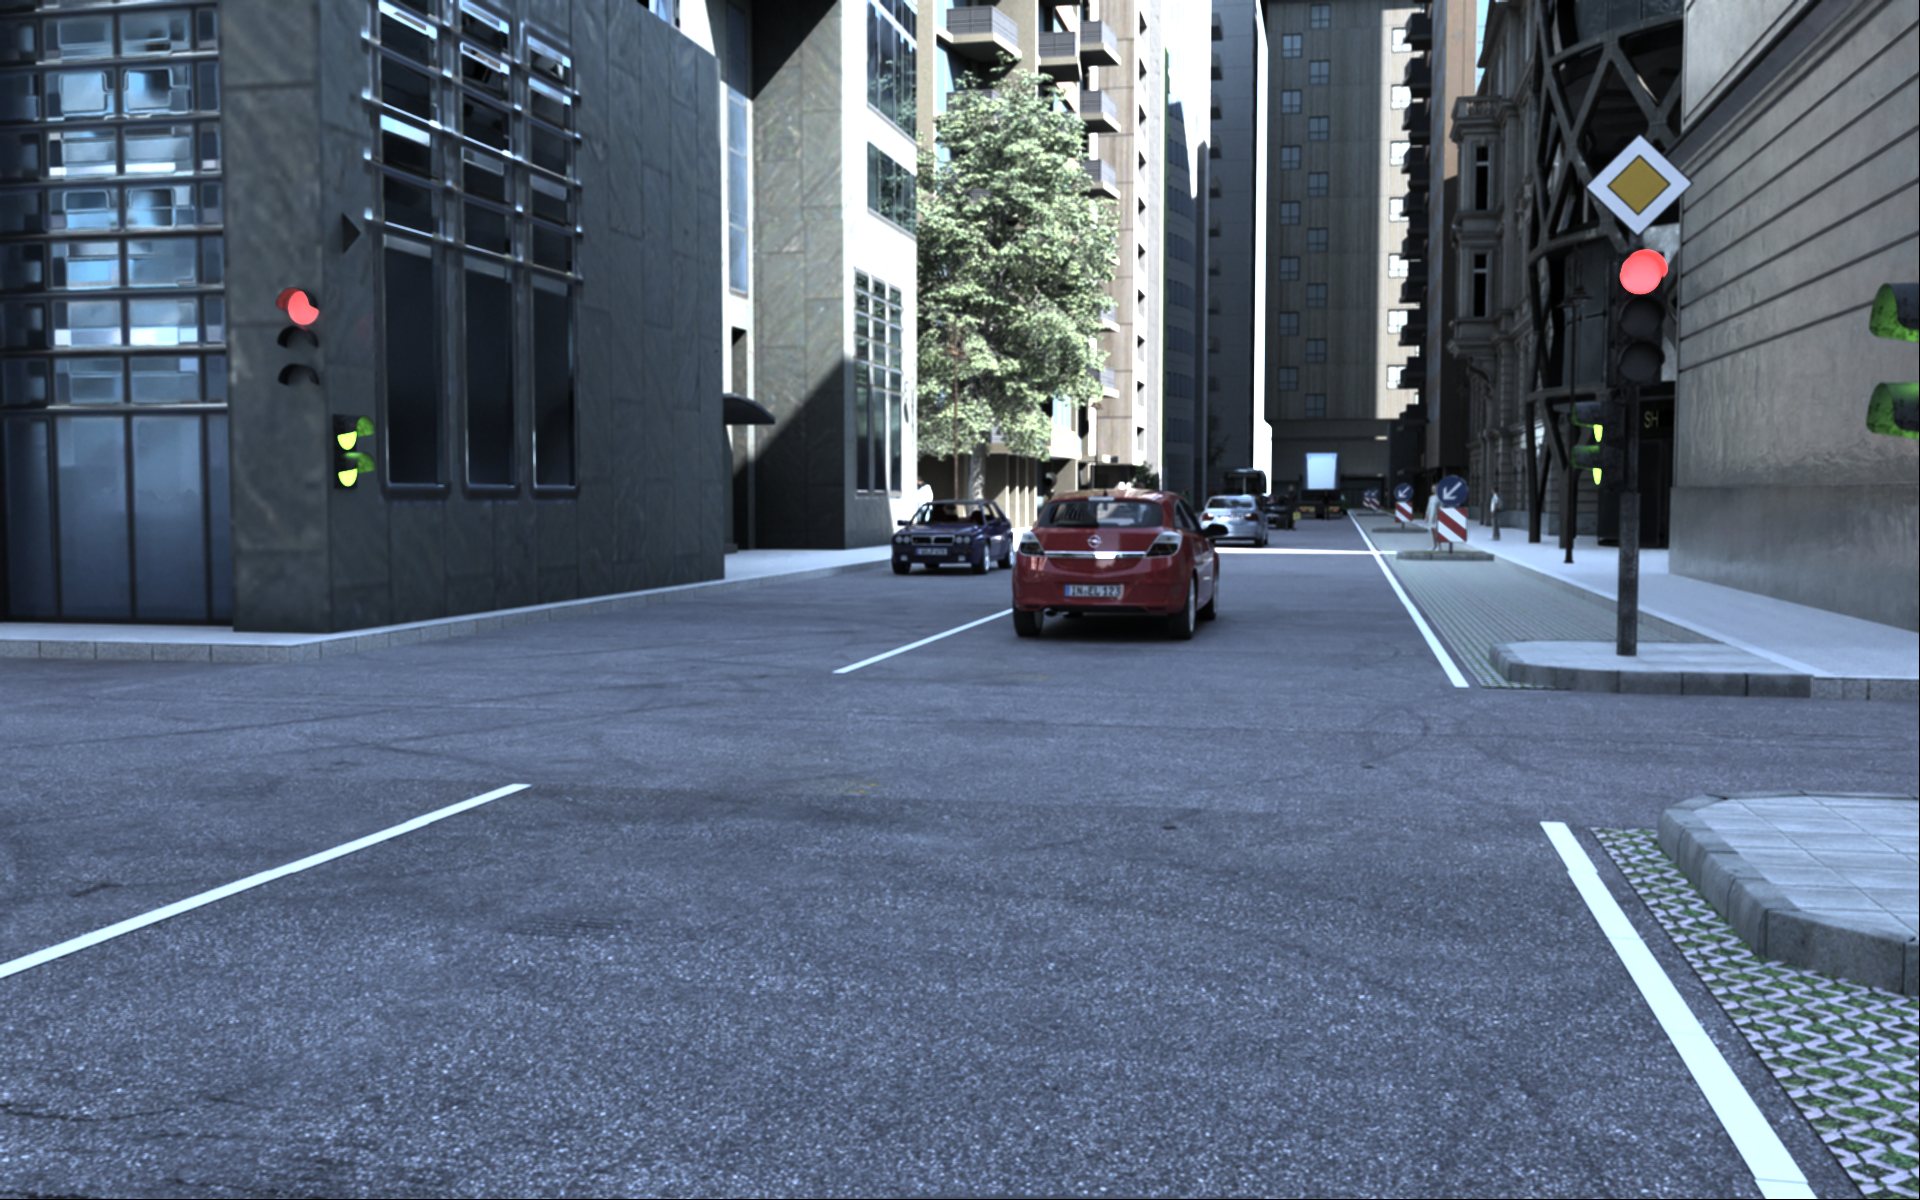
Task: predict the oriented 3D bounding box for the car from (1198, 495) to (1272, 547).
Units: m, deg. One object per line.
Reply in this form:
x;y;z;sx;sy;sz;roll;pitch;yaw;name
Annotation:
7.587;-2.197;47.920;2.014;1.417;4.499;1;4;12;car

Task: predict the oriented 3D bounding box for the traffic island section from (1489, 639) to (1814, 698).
5.329;0.519;13.791;2.009;0.180;2.903;1;4;12;traffic island section

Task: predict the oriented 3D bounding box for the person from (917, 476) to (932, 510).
-1.033;-2.678;50.097;0.793;1.790;0.793;0;4;-1;person

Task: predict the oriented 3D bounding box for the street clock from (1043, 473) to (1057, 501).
3.032;-3.297;58.477;0.358;2.002;0.471;-3;5;-41;street clock

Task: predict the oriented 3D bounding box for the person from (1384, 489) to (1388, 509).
36.064;-8.570;146.878;0.721;1.736;1.217;1;4;15;person

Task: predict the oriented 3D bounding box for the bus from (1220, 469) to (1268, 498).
20.230;-7.809;122.529;2.948;3.499;13.247;1;4;12;bus

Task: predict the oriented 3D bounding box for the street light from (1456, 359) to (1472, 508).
17.233;-5.296;59.382;0.468;5.910;1.993;1;4;12;street light

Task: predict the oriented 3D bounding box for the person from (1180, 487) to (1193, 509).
11.074;-4.660;84.935;0.600;1.795;0.529;-2;4;-24;person

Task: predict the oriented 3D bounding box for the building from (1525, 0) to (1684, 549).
22.695;-10.699;42.375;16.820;18.784;16.811;1;4;12;building

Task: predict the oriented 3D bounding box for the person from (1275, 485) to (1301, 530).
13.046;-3.672;68.751;0.699;1.804;1.509;0;4;-4;person

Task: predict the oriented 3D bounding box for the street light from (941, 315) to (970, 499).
-0.110;-4.404;44.796;0.468;5.910;1.993;1;4;12;street light

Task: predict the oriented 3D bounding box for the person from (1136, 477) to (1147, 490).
3.782;-1.641;35.678;0.623;1.781;0.721;0;4;-2;person

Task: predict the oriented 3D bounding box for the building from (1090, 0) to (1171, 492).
4.268;-25.386;98.653;14.154;41.232;14.086;1;4;12;building

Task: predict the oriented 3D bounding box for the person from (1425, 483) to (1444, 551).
11.989;-2.089;43.664;0.522;1.701;0.512;-3;4;-37;person

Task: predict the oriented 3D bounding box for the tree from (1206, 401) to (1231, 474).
19.313;-11.424;137.138;4.360;8.622;3.978;0;3;0;tree

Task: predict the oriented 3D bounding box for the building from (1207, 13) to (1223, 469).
7.663;-32.729;154.724;30.456;49.044;23.786;1;4;12;building

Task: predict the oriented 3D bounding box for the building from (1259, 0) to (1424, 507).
45.626;-36.229;181.581;27.495;52.752;28.713;1;4;12;building

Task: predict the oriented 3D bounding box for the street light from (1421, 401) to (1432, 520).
23.200;-6.945;86.344;0.468;5.910;1.993;1;4;12;street light

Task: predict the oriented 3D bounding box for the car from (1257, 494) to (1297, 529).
13.136;-3.852;72.764;2.009;1.686;4.222;1;4;11;car

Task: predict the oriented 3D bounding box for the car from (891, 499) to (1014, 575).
-0.099;-1.199;32.182;1.945;1.354;3.894;1;4;12;car

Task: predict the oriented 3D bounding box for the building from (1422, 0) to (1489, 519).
32.746;-27.078;92.842;14.600;45.320;14.200;1;4;12;building

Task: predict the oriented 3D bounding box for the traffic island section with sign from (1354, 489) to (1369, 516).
27.135;-6.441;113.936;1.989;1.847;2.006;1;4;12;traffic island section with sign

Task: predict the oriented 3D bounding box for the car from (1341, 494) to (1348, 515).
25.890;-6.794;119.871;1.959;1.807;4.718;1;4;11;car

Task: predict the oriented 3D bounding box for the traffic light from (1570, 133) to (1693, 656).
5.292;-1.515;13.685;0.839;4.253;0.868;1;4;12;traffic light

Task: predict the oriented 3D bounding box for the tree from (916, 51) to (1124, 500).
0.478;-8.881;51.853;9.857;13.997;8.962;0;3;0;tree

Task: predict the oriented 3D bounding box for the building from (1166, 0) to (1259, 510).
17.059;-39.218;183.207;28.212;58.520;21.231;1;4;12;building

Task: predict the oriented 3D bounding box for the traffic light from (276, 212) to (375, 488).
-5.911;-1.662;16.098;0.839;4.253;0.868;1;4;12;traffic light

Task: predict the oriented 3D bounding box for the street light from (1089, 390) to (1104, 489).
5.604;-6.025;71.302;0.468;5.910;1.993;1;4;12;street light

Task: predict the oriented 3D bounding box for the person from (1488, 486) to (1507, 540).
14.873;-2.413;48.098;0.523;1.515;0.503;0;4;-7;person

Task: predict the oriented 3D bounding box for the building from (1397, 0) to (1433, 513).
40.571;-28.083;113.780;22.147;44.769;28.867;1;4;12;building

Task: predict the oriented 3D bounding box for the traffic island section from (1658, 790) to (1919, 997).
3.631;0.997;5.988;2.009;0.180;2.903;1;4;12;traffic island section

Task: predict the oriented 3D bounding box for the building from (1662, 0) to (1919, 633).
23.853;-11.254;17.285;30.059;22.955;16.112;1;4;12;building

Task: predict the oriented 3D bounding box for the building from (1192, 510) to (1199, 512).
5.679;-35.337;119.766;21.231;58.520;28.212;1;4;12;building

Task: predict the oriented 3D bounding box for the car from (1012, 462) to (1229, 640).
1.772;-0.590;18.683;2.155;1.783;4.494;1;4;13;car

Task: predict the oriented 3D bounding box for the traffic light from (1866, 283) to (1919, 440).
3.594;-1.037;5.882;0.839;4.253;0.868;1;4;12;traffic light

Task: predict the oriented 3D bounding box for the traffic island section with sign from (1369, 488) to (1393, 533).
16.361;-3.412;64.409;1.989;1.847;2.006;1;4;12;traffic island section with sign

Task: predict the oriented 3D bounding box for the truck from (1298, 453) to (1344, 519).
22.517;-7.237;108.088;2.967;4.110;18.799;1;4;12;truck

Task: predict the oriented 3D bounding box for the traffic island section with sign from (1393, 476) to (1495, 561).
10.579;-1.786;37.826;1.989;1.847;2.006;1;4;12;traffic island section with sign

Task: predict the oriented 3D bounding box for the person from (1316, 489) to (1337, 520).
20.091;-5.244;95.060;1.217;1.723;0.721;0;4;8;person

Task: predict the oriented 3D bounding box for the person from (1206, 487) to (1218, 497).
20.295;-8.143;139.120;1.348;1.831;0.705;2;4;26;person

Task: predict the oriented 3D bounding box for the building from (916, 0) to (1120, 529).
-5.094;-25.634;73.748;22.147;44.769;28.867;1;4;12;building

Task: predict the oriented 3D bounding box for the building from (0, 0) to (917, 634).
-13.395;-43.918;30.734;22.319;86.520;31.000;1;4;12;building

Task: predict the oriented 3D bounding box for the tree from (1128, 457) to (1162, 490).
9.263;-5.738;88.413;1.663;3.219;1.824;0;3;0;tree

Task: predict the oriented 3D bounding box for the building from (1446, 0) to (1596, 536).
26.837;-15.241;68.267;14.460;24.649;34.723;1;4;12;building

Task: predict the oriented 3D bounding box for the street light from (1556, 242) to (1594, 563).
11.323;-3.623;32.031;0.468;5.910;1.993;1;4;12;street light

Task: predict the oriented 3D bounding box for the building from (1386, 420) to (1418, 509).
47.422;-50.708;141.752;22.319;86.520;31.000;1;4;12;building

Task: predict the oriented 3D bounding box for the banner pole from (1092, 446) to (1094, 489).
6.667;-6.100;89.746;0.863;3.779;0.401;1;4;22;banner pole
